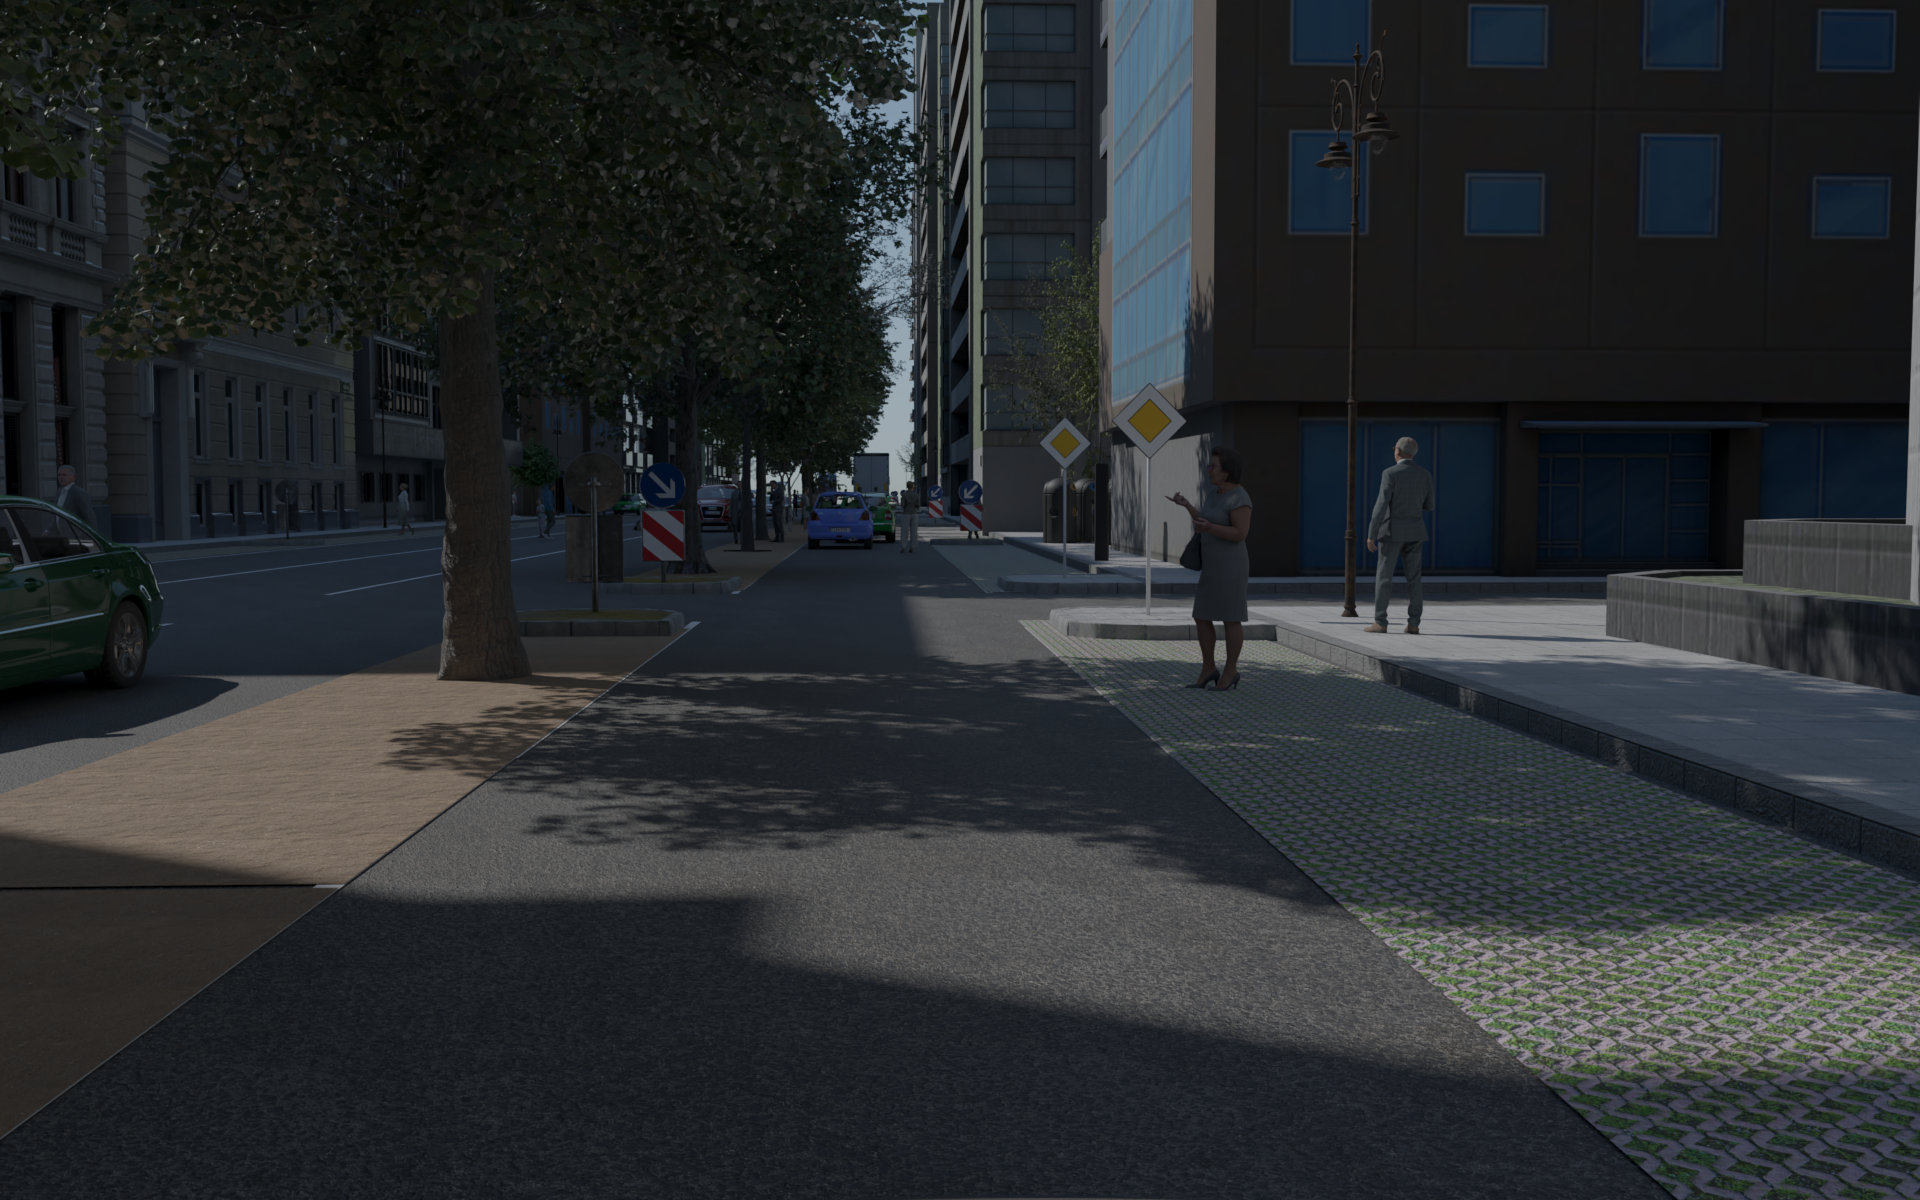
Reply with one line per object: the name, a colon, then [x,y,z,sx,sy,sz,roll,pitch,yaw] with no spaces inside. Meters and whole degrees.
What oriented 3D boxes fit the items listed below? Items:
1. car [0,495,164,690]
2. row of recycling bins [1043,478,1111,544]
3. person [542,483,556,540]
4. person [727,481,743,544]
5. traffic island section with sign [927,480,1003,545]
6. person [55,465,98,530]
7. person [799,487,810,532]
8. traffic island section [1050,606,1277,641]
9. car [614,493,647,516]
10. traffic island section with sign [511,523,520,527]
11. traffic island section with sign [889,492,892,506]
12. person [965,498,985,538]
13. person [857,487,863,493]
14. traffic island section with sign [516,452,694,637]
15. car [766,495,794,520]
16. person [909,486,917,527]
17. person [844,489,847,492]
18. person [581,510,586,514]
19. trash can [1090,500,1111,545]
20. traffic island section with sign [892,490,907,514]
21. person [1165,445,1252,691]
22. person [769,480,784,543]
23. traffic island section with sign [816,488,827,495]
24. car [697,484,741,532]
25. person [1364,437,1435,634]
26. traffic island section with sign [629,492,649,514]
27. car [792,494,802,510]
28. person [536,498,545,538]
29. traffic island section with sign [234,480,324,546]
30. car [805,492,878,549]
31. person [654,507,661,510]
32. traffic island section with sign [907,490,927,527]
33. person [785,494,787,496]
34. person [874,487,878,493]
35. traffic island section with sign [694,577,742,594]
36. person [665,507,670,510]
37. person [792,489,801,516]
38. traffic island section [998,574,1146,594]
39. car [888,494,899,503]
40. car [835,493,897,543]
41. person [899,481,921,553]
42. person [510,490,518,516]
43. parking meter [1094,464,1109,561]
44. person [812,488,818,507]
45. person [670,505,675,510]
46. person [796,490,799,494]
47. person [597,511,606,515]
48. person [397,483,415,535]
car: [-6.992,0.024,11.404,2.131,1.459,4.920,0,4,-2]
row of recycling bins: [3.721,-2.376,45.964,3.534,1.692,1.069,-2,4,-32]
person: [-12.898,-2.781,54.307,0.444,1.785,0.601,-1,4,-15]
person: [-6.281,-2.482,49.181,0.694,1.812,0.767,0,4,-1]
traffic island section with sign: [0.156,-2.465,48.938,1.989,1.847,2.006,0,4,-3]
person: [-10.641,-0.717,20.627,0.661,1.777,0.834,1,4,21]
person: [-5.728,-3.355,64.364,0.522,1.701,0.512,-2,4,-25]
traffic island section: [2.032,0.243,18.301,2.009,0.180,2.903,0,4,-3]
car: [-22.101,-6.560,116.051,1.959,1.807,4.718,0,4,-3]
traffic island section with sign: [-20.213,-4.066,75.107,1.989,1.847,2.006,0,4,-3]
traffic island section with sign: [-5.094,-8.837,153.110,1.989,1.847,2.006,0,4,-3]
person: [0.487,-2.664,52.449,0.661,1.777,0.834,3,5,41]
person: [-4.998,-4.673,85.084,0.661,1.801,0.590,-3,5,-43]
traffic island section with sign: [-3.951,-0.618,18.240,2.006,1.907,1.989,0,4,-3]
car: [-10.237,-5.119,96.062,2.083,1.381,4.827,0,4,-3]
person: [-1.912,-3.630,68.392,0.519,1.759,0.362,2,4,23]
person: [-9.314,-8.164,141.606,0.705,1.869,1.348,3,5,45]
person: [-23.734,-6.310,109.222,0.705,1.823,1.348,0,4,6]
trash can: [3.616,-1.943,43.426,0.748,1.137,0.748,0,3,0]
traffic island section with sign: [-3.727,-7.174,125.918,1.989,1.847,2.006,0,4,-3]
person: [1.788,-0.229,12.596,0.532,1.782,0.716,-1,4,-22]
person: [-5.423,-2.608,50.941,0.447,1.846,0.655,-2,4,-33]
traffic island section with sign: [-8.107,-5.660,100.681,2.006,1.907,1.989,0,4,-3]
car: [-9.367,-3.560,66.883,2.281,1.827,5.304,0,4,-4]
person: [4.036,-0.599,16.009,0.661,1.801,0.590,-1,4,-20]
traffic island section with sign: [-22.710,-7.099,124.701,1.989,1.847,2.006,0,4,-3]
car: [-13.894,-8.760,152.016,1.959,1.807,4.718,0,4,-5]
person: [-13.697,-2.678,56.561,0.425,1.301,0.394,1,4,17]
traffic island section with sign: [-18.858,-2.419,48.186,1.989,1.847,2.006,0,4,-3]
car: [-3.167,-2.239,46.196,1.945,1.707,3.694,0,4,-3]
person: [-8.467,-2.190,48.561,0.590,1.304,0.306,2,4,23]
traffic island section with sign: [-1.209,-4.124,76.052,1.989,1.847,2.006,0,4,-3]
person: [-23.509,-13.666,235.154,0.599,1.433,0.991,-1,4,-22]
person: [-4.633,-5.262,94.413,0.818,1.842,0.514,-2,4,-29]
traffic island section with sign: [-4.314,-1.070,25.638,2.006,1.907,1.989,0,4,-3]
person: [-11.534,-3.574,67.776,0.643,1.720,0.563,-1,4,-19]
person: [-10.634,-6.291,112.043,1.217,1.739,0.721,2,4,27]
traffic island section: [1.630,-0.244,26.276,2.009,0.180,2.903,0,4,-3]
car: [-9.930,-15.013,254.259,1.959,1.807,4.718,0,4,-5]
car: [-2.859,-2.652,52.154,1.959,1.807,4.718,0,4,-4]
person: [-1.230,-2.034,42.303,0.519,1.759,0.362,-1,4,-14]
person: [-25.781,-5.606,100.304,0.523,1.515,0.503,-2,4,-34]
parking meter: [2.734,-1.691,33.356,0.255,1.863,0.399,1,4,9]
person: [-7.162,-4.554,83.621,0.598,1.740,0.731,1,4,16]
person: [-13.539,-4.430,81.359,0.576,1.772,0.534,1,4,16]
person: [-17.308,-10.793,184.921,1.348,1.831,0.705,2,4,31]
person: [-17.854,-4.757,86.458,0.590,1.801,0.661,2,4,30]
person: [-19.169,-3.127,59.858,0.641,1.798,0.478,-1,4,-18]
